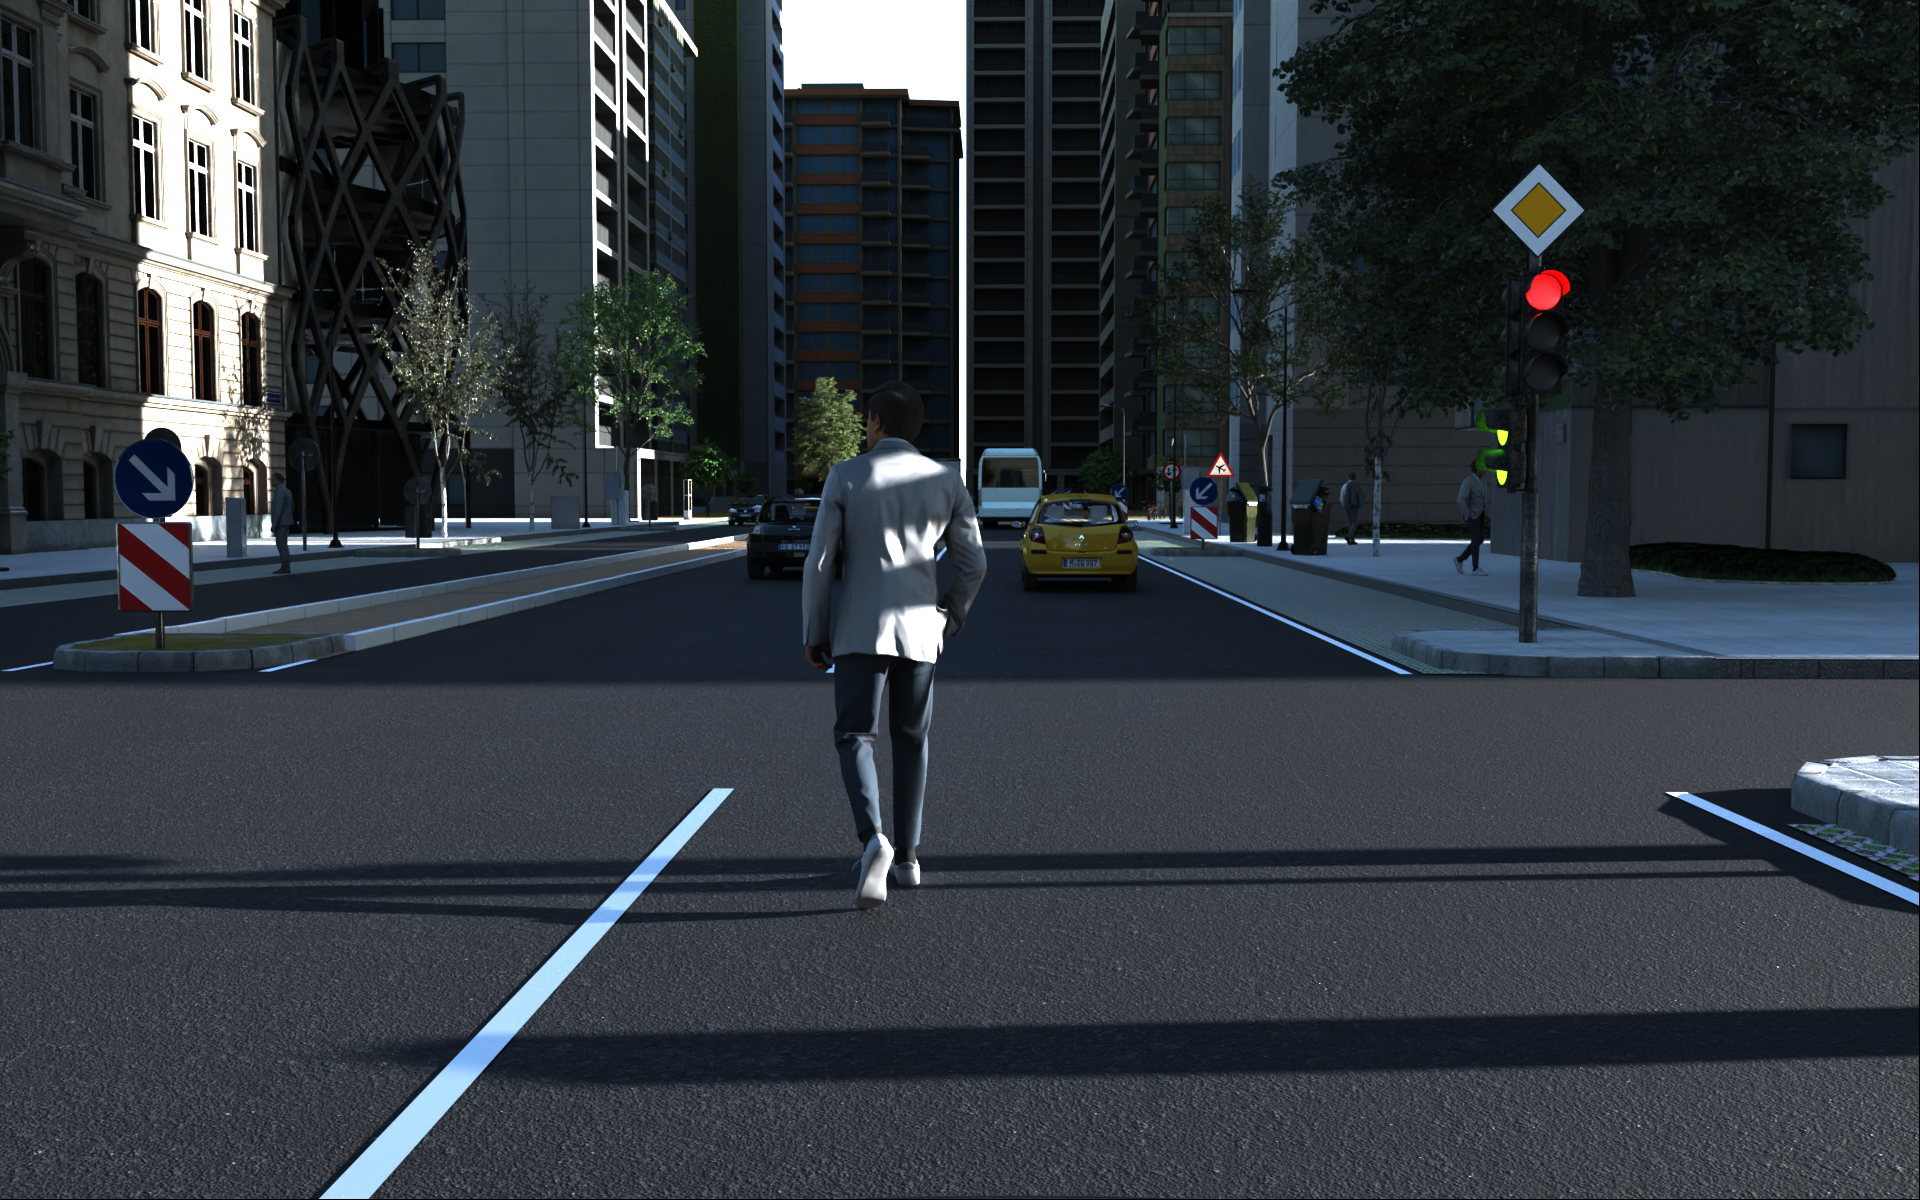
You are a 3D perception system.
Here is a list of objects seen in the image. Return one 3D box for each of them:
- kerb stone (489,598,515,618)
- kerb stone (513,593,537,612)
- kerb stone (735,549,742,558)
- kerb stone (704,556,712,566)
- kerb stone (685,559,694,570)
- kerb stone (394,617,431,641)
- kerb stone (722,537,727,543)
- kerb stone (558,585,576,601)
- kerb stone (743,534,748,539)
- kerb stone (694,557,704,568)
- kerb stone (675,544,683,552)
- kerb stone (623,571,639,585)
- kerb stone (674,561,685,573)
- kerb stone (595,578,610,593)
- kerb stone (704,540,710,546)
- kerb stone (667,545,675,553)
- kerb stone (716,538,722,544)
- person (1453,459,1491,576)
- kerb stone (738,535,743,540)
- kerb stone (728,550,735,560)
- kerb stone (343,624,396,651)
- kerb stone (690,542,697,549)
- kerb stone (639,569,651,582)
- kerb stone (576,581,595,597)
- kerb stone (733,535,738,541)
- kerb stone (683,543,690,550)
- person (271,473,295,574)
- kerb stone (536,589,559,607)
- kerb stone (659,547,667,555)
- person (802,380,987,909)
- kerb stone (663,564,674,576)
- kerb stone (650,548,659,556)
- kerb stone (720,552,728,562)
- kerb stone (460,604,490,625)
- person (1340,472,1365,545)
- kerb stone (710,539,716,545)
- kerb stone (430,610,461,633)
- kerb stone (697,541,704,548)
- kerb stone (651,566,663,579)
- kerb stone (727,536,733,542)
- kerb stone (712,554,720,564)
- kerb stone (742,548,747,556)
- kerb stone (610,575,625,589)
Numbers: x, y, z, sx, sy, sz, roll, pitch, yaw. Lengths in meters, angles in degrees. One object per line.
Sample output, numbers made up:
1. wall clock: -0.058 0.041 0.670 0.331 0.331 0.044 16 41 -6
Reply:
1. kerb stone: -5.463 0.113 20.348 0.120 0.150 1.000 0 4 1
2. kerb stone: -5.439 0.050 21.372 0.120 0.150 1.000 0 4 1
3. kerb stone: -5.082 -1.013 38.813 0.120 0.150 1.000 0 4 1
4. kerb stone: -5.160 -0.765 34.713 0.120 0.150 1.000 0 4 1
5. kerb stone: -5.204 -0.640 32.664 0.120 0.150 1.000 0 4 1
6. kerb stone: -5.528 0.301 17.282 0.120 0.150 1.000 0 4 1
7. kerb stone: -6.937 -1.706 50.094 0.120 0.150 1.000 0 4 1
8. kerb stone: -5.407 -0.076 23.440 0.120 0.150 1.000 0 4 1
9. kerb stone: -6.847 -1.957 54.190 0.120 0.150 1.000 0 4 1
10. kerb stone: -5.177 -0.703 33.691 0.120 0.150 1.000 0 4 1
11. kerb stone: -7.080 -1.266 42.928 0.120 0.150 1.000 0 4 1
12. kerb stone: -5.314 -0.327 27.549 0.120 0.150 1.000 0 4 1
13. kerb stone: -5.222 -0.578 31.640 0.120 0.150 1.000 0 4 1
14. kerb stone: -5.357 -0.202 25.496 0.120 0.150 1.000 0 4 1
15. kerb stone: -6.997 -1.519 47.024 0.120 0.150 1.000 0 4 1
16. kerb stone: -7.111 -1.206 41.907 0.120 0.150 1.000 0 4 1
17. kerb stone: -6.962 -1.643 49.069 0.120 0.150 1.000 0 4 1
18. person: 8.104 -1.321 27.489 0.661 1.843 0.795 -3 4 -38
19. kerb stone: -6.868 -1.894 53.168 0.120 0.150 1.000 0 4 1
20. kerb stone: -5.093 -0.950 37.784 0.120 0.150 1.000 0 4 1
21. kerb stone: -5.551 0.363 16.259 0.120 0.150 1.000 0 4 1
22. kerb stone: -7.036 -1.393 44.972 0.120 0.150 1.000 0 4 1
23. kerb stone: -5.294 -0.388 28.575 0.120 0.150 1.000 0 4 1
24. kerb stone: -5.373 -0.139 24.466 0.120 0.150 1.000 0 4 1
25. kerb stone: -6.886 -1.832 52.146 0.120 0.150 1.000 0 4 1
26. kerb stone: -7.068 -1.330 43.951 0.120 0.150 1.000 0 4 1
27. person: -12.142 -1.370 31.007 0.391 1.810 0.635 -1 4 -14
28. kerb stone: -5.415 -0.013 22.412 0.120 0.150 1.000 0 4 1
29. kerb stone: -7.131 -1.143 40.883 0.120 0.150 1.000 0 4 1
30. person: -0.225 0.133 6.180 0.661 1.843 0.795 -1 4 -12
31. kerb stone: -5.249 -0.515 30.618 0.120 0.150 1.000 0 4 1
32. kerb stone: -7.151 -1.078 39.862 0.120 0.150 1.000 0 4 1
33. kerb stone: -5.115 -0.891 36.757 0.120 0.150 1.000 0 4 1
34. kerb stone: -5.486 0.178 19.326 0.120 0.150 1.000 0 4 1
35. person: 9.895 -2.293 43.633 0.679 1.850 0.850 3 4 37
36. kerb stone: -6.981 -1.580 48.047 0.120 0.150 1.000 0 4 1
37. kerb stone: -5.513 0.243 18.304 0.120 0.150 1.000 0 4 1
38. kerb stone: -7.012 -1.456 45.994 0.120 0.150 1.000 0 4 1
39. kerb stone: -5.273 -0.453 29.597 0.120 0.150 1.000 0 4 1
40. kerb stone: -6.912 -1.769 51.116 0.120 0.150 1.000 0 4 1
41. kerb stone: -5.136 -0.828 35.735 0.120 0.150 1.000 0 4 1
42. kerb stone: -5.059 -1.079 39.835 0.120 0.150 1.000 0 4 1
43. kerb stone: -5.340 -0.259 26.524 0.120 0.150 1.000 0 4 1
